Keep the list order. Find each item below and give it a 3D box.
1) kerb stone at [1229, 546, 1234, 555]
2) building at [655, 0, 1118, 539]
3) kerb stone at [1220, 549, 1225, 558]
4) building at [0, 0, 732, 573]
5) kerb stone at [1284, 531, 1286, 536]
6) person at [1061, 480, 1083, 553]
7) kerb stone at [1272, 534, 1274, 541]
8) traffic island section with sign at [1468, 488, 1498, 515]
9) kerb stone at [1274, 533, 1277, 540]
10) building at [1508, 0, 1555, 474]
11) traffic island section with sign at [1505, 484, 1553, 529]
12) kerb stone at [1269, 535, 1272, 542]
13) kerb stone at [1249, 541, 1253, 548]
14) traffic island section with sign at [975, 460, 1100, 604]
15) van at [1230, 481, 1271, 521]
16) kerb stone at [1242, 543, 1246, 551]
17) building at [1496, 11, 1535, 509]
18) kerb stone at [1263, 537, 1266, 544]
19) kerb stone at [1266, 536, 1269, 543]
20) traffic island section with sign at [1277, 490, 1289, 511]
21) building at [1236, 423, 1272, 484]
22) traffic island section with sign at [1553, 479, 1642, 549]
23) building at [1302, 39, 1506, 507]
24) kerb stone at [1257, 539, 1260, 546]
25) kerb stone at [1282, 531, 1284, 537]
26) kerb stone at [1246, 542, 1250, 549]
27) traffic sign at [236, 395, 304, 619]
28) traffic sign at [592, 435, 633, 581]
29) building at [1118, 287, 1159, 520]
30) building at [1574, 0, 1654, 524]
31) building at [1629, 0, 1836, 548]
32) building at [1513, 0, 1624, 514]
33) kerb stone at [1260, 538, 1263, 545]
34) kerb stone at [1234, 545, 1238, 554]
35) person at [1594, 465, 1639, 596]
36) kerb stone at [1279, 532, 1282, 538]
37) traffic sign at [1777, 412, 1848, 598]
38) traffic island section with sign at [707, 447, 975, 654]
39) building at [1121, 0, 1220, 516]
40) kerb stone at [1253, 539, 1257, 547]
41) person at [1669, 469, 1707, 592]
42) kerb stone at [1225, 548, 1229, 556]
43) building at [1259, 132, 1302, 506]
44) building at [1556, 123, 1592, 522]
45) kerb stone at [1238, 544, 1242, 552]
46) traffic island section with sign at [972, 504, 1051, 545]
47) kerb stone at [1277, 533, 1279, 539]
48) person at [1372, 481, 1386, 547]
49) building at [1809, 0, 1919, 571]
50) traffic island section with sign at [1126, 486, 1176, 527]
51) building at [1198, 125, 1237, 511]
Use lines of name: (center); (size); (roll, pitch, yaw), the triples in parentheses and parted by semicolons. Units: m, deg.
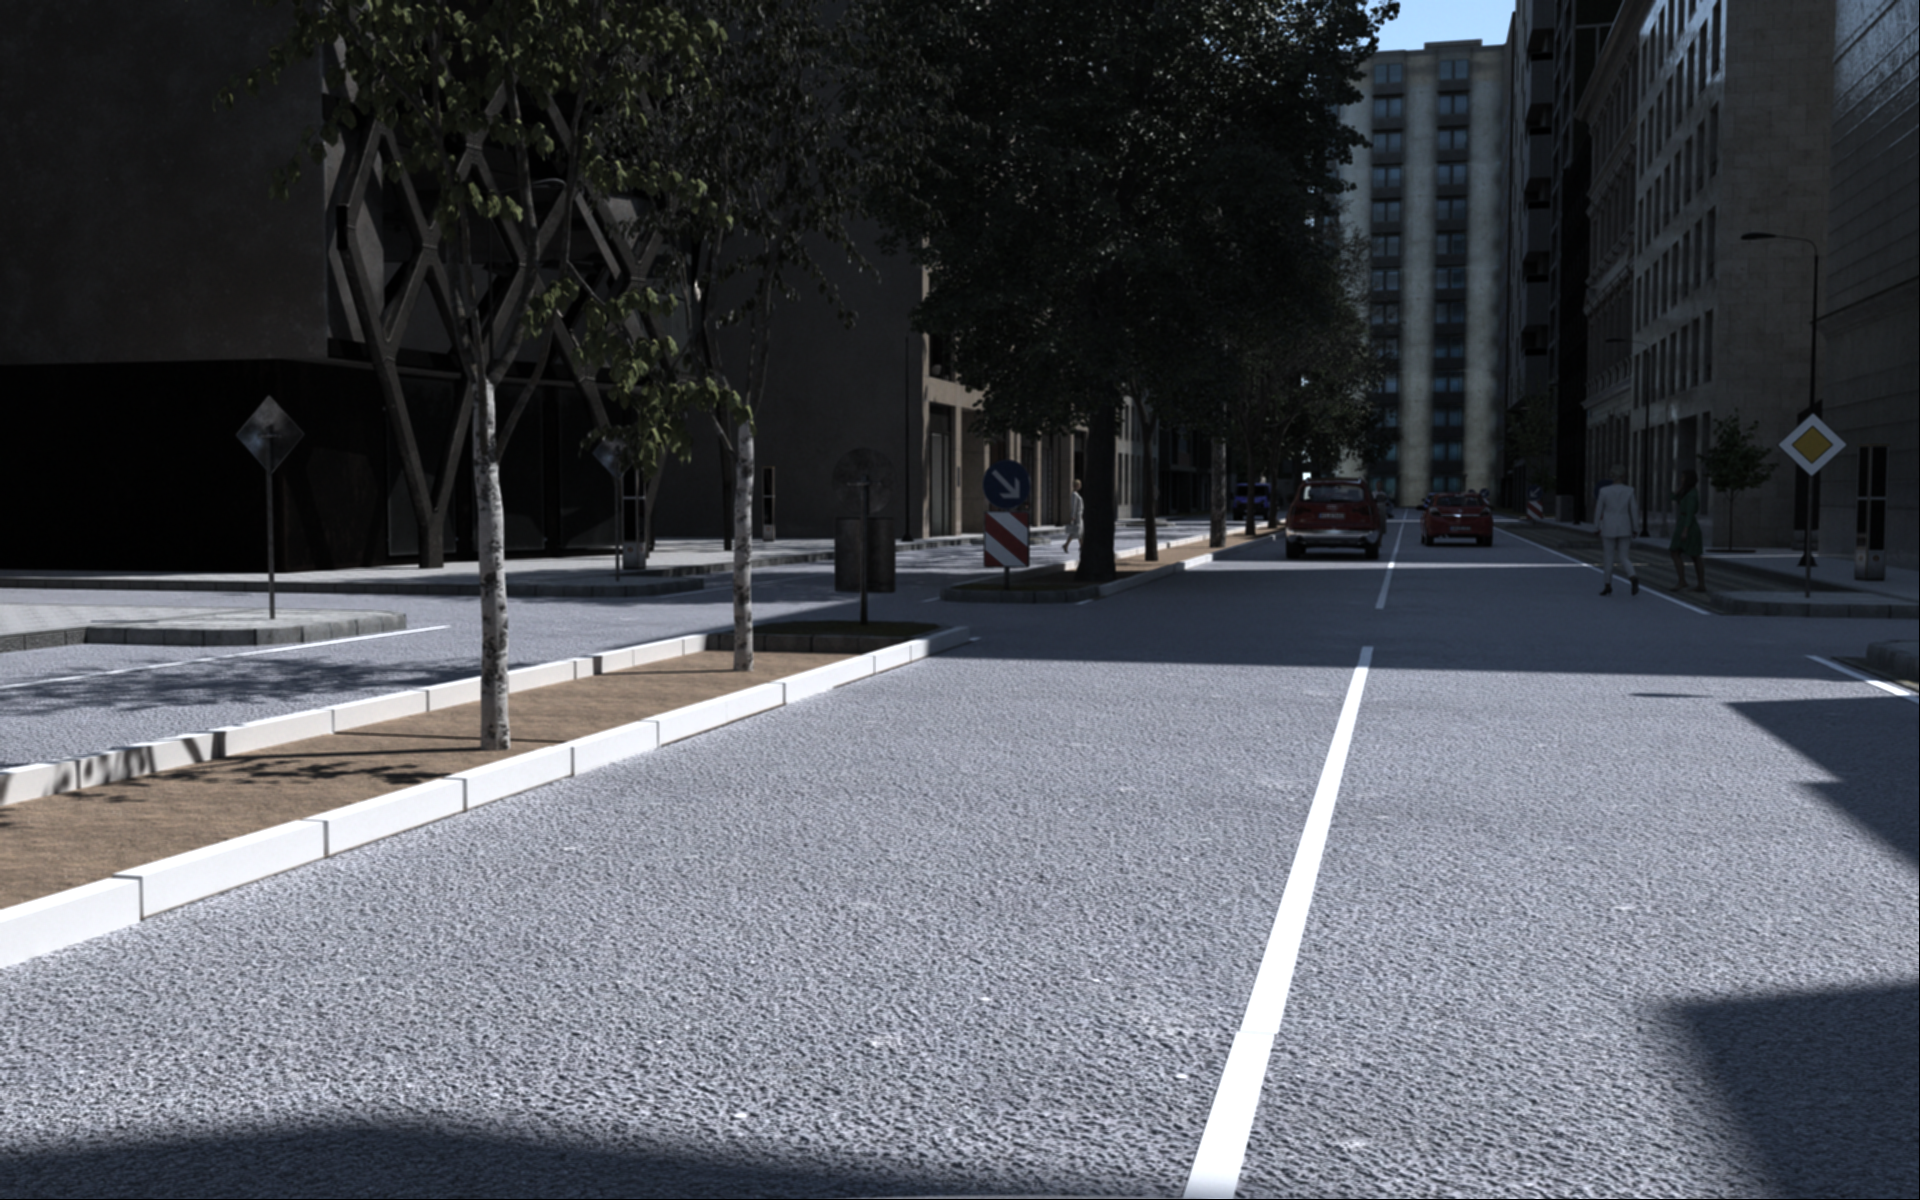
kerb stone: (6.256, -1.123, 40.574); (0.120, 0.150, 1.000); (1, 4, 15)
building: (-6.075, -16.086, 67.522); (19.350, 26.468, 34.151); (1, 4, 15)
kerb stone: (5.736, -1.003, 38.596); (0.120, 0.150, 1.000); (1, 4, 15)
building: (-13.819, -10.360, 36.832); (16.820, 18.784, 16.811); (1, 4, 15)
kerb stone: (10.645, -2.151, 57.447); (0.120, 0.150, 1.000); (1, 4, 15)
person: (2.796, -2.032, 42.070); (0.624, 1.780, 0.694); (1, 4, 18)
kerb stone: (9.353, -1.846, 52.475); (0.120, 0.150, 1.000); (1, 4, 15)
traffic island section with sign: (36.269, -6.827, 120.242); (1.989, 1.847, 2.006); (1, 4, 15)
kerb stone: (9.611, -1.913, 53.472); (0.120, 0.150, 1.000); (1, 4, 15)
building: (57.805, -33.389, 135.147); (28.713, 52.752, 27.495); (1, 4, 15)
traffic island section with sign: (23.644, -3.861, 71.760); (1.989, 1.847, 2.006); (1, 4, 15)
kerb stone: (9.093, -1.790, 51.486); (0.120, 0.150, 1.000); (1, 4, 15)
kerb stone: (7.537, -1.426, 45.533); (0.120, 0.150, 1.000); (1, 4, 15)
traffic island section with sign: (0.779, -0.947, 23.625); (2.006, 1.907, 1.989); (1, 4, 15)
van: (16.018, -5.516, 94.565); (2.240, 2.365, 5.245); (1, 4, 14)
kerb stone: (7.031, -1.306, 43.542); (0.120, 0.150, 1.000); (1, 4, 15)
building: (56.672, -31.031, 157.473); (14.600, 45.320, 14.200); (1, 4, 15)
kerb stone: (8.581, -1.666, 49.506); (0.120, 0.150, 1.000); (1, 4, 15)
kerb stone: (8.840, -1.729, 50.495); (0.120, 0.150, 1.000); (1, 4, 15)
traffic island section with sign: (27.840, -8.672, 150.411); (1.989, 1.847, 2.006); (1, 4, 15)
building: (13.878, -19.501, 163.880); (28.899, 21.520, 27.650); (1, 4, 15)
traffic island section with sign: (16.848, -2.266, 45.672); (1.989, 1.847, 2.006); (1, 4, 15)
building: (52.364, -34.637, 185.920); (30.456, 49.044, 23.786); (1, 4, 15)
kerb stone: (8.059, -1.544, 47.519); (0.120, 0.150, 1.000); (1, 4, 15)
kerb stone: (10.387, -2.095, 56.455); (0.120, 0.150, 1.000); (1, 4, 15)
kerb stone: (7.283, -1.362, 44.533); (0.120, 0.150, 1.000); (1, 4, 15)
traffic sign: (-7.049, -0.860, 17.699); (0.795, 2.450, 0.064); (1, 4, 15)
traffic sign: (-5.035, -1.332, 25.427); (0.795, 2.450, 0.064); (1, 4, 15)
building: (4.183, -14.483, 91.547); (10.420, 20.320, 16.860); (1, 4, 15)
building: (30.313, -14.057, 65.981); (11.583, 22.565, 21.152); (1, 4, 15)
building: (25.200, -11.806, 47.776); (10.420, 20.320, 16.860); (1, 4, 15)
building: (47.677, -41.198, 111.837); (20.563, 71.187, 20.611); (1, 4, 15)
kerb stone: (8.316, -1.609, 48.508); (0.120, 0.150, 1.000); (1, 4, 15)
kerb stone: (6.512, -1.184, 41.564); (0.120, 0.150, 1.000); (1, 4, 15)
person: (9.200, -0.967, 24.194); (0.514, 1.842, 0.818); (0, 4, -7)
kerb stone: (10.126, -2.033, 55.463); (0.120, 0.150, 1.000); (1, 4, 15)
traffic sign: (10.488, -1.085, 21.376); (0.795, 2.450, 0.064); (1, 4, 15)
traffic island section with sign: (-1.098, -0.509, 16.459); (2.006, 1.907, 1.989); (1, 4, 15)
building: (5.321, -28.139, 114.695); (22.147, 44.769, 28.867); (1, 4, 15)
kerb stone: (7.802, -1.488, 46.526); (0.120, 0.150, 1.000); (1, 4, 15)
person: (10.617, -1.007, 25.213); (0.529, 1.795, 0.600); (1, 4, 14)
kerb stone: (5.990, -1.064, 39.586); (0.120, 0.150, 1.000); (1, 4, 15)
building: (29.725, -30.825, 187.586); (14.086, 41.232, 14.154); (1, 4, 15)
building: (36.097, -15.528, 83.564); (12.332, 23.373, 15.834); (1, 4, 15)
kerb stone: (6.767, -1.245, 42.554); (0.120, 0.150, 1.000); (1, 4, 15)
traffic island section with sign: (1.530, -2.497, 49.451); (1.989, 1.847, 2.006); (1, 4, 15)
kerb stone: (9.868, -1.973, 54.462); (0.120, 0.150, 1.000); (1, 4, 15)
person: (11.385, -2.353, 47.193); (0.478, 1.798, 0.641); (1, 4, 16)
building: (36.572, -15.024, 22.051); (44.131, 29.872, 17.030); (1, 4, 15)
traffic island section with sign: (8.383, -4.105, 75.744); (1.989, 1.847, 2.006); (1, 4, 15)
building: (13.979, -22.223, 135.044); (14.160, 30.474, 14.107); (1, 4, 15)
